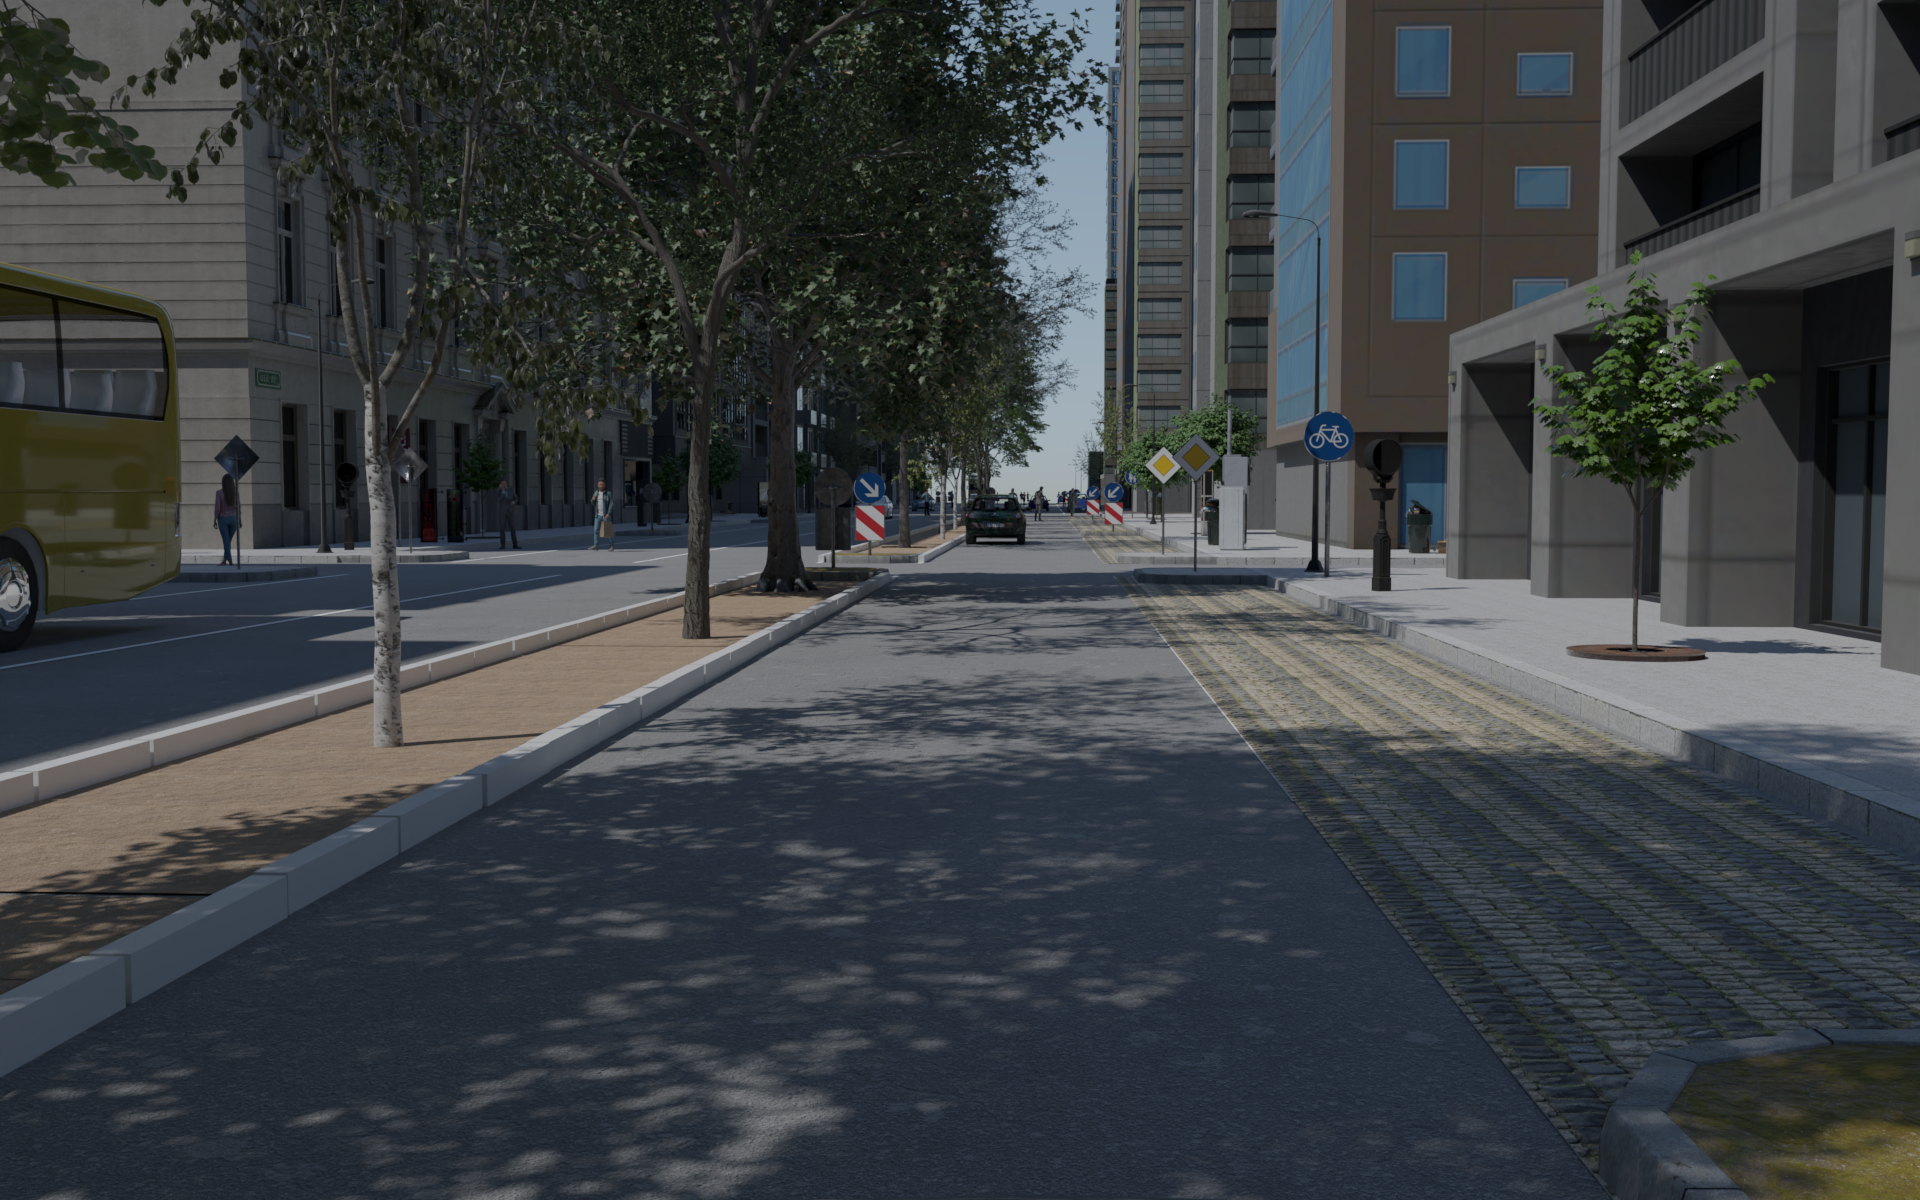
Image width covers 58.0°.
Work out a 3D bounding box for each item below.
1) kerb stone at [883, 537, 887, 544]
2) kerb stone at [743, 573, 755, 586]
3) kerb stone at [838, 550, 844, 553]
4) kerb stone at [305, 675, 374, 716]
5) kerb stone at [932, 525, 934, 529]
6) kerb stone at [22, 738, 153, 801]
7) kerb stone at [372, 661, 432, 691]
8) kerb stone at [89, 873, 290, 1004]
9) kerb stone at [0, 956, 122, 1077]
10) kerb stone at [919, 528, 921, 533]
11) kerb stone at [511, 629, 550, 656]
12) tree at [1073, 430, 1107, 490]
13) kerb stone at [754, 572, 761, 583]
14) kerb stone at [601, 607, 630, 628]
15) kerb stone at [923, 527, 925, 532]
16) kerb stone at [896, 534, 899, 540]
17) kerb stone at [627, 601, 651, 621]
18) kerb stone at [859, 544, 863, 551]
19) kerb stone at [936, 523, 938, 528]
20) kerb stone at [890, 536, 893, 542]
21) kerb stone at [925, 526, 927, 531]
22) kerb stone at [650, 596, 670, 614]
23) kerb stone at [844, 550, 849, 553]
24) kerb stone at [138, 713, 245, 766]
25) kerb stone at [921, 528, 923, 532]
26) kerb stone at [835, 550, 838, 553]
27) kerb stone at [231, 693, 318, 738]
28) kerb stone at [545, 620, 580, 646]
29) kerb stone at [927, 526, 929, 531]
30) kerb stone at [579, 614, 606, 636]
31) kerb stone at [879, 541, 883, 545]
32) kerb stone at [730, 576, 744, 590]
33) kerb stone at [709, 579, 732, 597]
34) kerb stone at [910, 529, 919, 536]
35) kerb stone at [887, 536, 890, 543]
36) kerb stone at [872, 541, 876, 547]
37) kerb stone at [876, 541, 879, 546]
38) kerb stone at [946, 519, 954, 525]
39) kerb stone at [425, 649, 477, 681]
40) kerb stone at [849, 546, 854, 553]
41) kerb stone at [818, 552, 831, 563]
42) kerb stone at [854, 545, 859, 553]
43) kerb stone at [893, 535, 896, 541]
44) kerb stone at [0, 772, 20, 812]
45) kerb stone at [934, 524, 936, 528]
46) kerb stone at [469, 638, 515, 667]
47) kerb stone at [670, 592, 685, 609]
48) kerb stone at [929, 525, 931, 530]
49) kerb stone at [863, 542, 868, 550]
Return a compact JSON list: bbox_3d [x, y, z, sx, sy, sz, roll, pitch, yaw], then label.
[{"bbox_3d":[-2.256,-1.641,49.032,0.120,0.150,1.000,0,4,3],"label":"kerb stone"},{"bbox_3d":[-3.371,-0.293,26.984,0.120,0.150,1.000,0,4,3],"label":"kerb stone"},{"bbox_3d":[-2.773,-1.011,38.780,0.120,0.150,1.000,0,4,3],"label":"kerb stone"},{"bbox_3d":[-4.151,0.648,11.599,0.120,0.150,1.000,0,4,3],"label":"kerb stone"},{"bbox_3d":[-1.222,-2.884,69.476,0.120,0.150,1.000,0,4,3],"label":"kerb stone"},{"bbox_3d":[-4.304,0.836,8.526,0.120,0.150,1.000,0,4,3],"label":"kerb stone"},{"bbox_3d":[-4.107,0.586,12.622,0.120,0.150,1.000,0,4,3],"label":"kerb stone"},{"bbox_3d":[-2.362,1.038,5.367,0.120,0.150,1.000,0,4,3],"label":"kerb stone"},{"bbox_3d":[-2.412,1.098,4.332,0.120,0.150,1.000,0,4,3],"label":"kerb stone"},{"bbox_3d":[-1.587,-2.454,62.325,0.120,0.150,1.000,0,4,3],"label":"kerb stone"},{"bbox_3d":[-3.941,0.397,15.702,0.120,0.150,1.000,0,4,3],"label":"kerb stone"},{"bbox_3d":[15.204,-15.201,198.894,4.360,8.622,3.978,0,3,0],"label":"tree"},{"bbox_3d":[-3.333,-0.355,28.007,0.120,0.150,1.000,0,4,3],"label":"kerb stone"},{"bbox_3d":[-3.788,0.209,18.783,0.120,0.150,1.000,0,4,3],"label":"kerb stone"},{"bbox_3d":[-1.482,-2.579,64.372,0.120,0.150,1.000,0,4,3],"label":"kerb stone"},{"bbox_3d":[-2.048,-1.888,53.132,0.120,0.150,1.000,0,4,3],"label":"kerb stone"},{"bbox_3d":[-3.734,0.146,19.810,0.120,0.150,1.000,0,4,3],"label":"kerb stone"},{"bbox_3d":[-2.573,-1.265,42.876,0.120,0.150,1.000,0,4,3],"label":"kerb stone"},{"bbox_3d":[-1.121,-3.015,71.518,0.120,0.150,1.000,0,4,3],"label":"kerb stone"},{"bbox_3d":[-2.165,-1.767,51.089,0.120,0.150,1.000,0,4,3],"label":"kerb stone"},{"bbox_3d":[-1.426,-2.639,65.393,0.120,0.150,1.000,0,4,3],"label":"kerb stone"},{"bbox_3d":[-3.688,0.085,20.836,0.120,0.150,1.000,0,4,3],"label":"kerb stone"},{"bbox_3d":[-2.722,-1.073,39.805,0.120,0.150,1.000,0,4,3],"label":"kerb stone"},{"bbox_3d":[-4.247,0.773,9.552,0.120,0.150,1.000,0,4,3],"label":"kerb stone"},{"bbox_3d":[-1.536,-2.517,63.351,0.120,0.150,1.000,0,4,3],"label":"kerb stone"},{"bbox_3d":[-2.832,-0.951,37.754,0.120,0.150,1.000,0,4,3],"label":"kerb stone"},{"bbox_3d":[-4.209,0.714,10.574,0.120,0.150,1.000,0,4,3],"label":"kerb stone"},{"bbox_3d":[-3.889,0.334,16.736,0.120,0.150,1.000,0,4,3],"label":"kerb stone"},{"bbox_3d":[-1.378,-2.705,66.414,0.120,0.150,1.000,0,4,3],"label":"kerb stone"},{"bbox_3d":[-3.839,0.274,17.758,0.120,0.150,1.000,0,4,3],"label":"kerb stone"},{"bbox_3d":[-2.317,-1.579,48.009,0.120,0.150,1.000,0,4,3],"label":"kerb stone"},{"bbox_3d":[-3.425,-0.230,25.961,0.120,0.150,1.000,0,4,3],"label":"kerb stone"},{"bbox_3d":[-3.476,-0.161,24.927,0.120,0.150,1.000,0,4,3],"label":"kerb stone"},{"bbox_3d":[-1.631,-2.388,61.304,0.120,0.150,1.000,0,4,3],"label":"kerb stone"},{"bbox_3d":[-2.201,-1.704,50.059,0.120,0.150,1.000,0,4,3],"label":"kerb stone"},{"bbox_3d":[-2.415,-1.451,45.951,0.120,0.150,1.000,0,4,3],"label":"kerb stone"},{"bbox_3d":[-2.368,-1.515,46.972,0.120,0.150,1.000,0,4,3],"label":"kerb stone"},{"bbox_3d":[-0.504,-3.764,83.786,0.120,0.150,1.000,0,4,3],"label":"kerb stone"},{"bbox_3d":[-4.051,0.523,13.646,0.120,0.150,1.000,0,4,3],"label":"kerb stone"},{"bbox_3d":[-2.678,-1.139,40.826,0.120,0.150,1.000,0,4,3],"label":"kerb stone"},{"bbox_3d":[-2.881,-0.889,36.734,0.120,0.150,1.000,0,4,3],"label":"kerb stone"},{"bbox_3d":[-2.626,-1.200,41.850,0.120,0.150,1.000,0,4,3],"label":"kerb stone"},{"bbox_3d":[-2.106,-1.830,52.112,0.120,0.150,1.000,0,4,3],"label":"kerb stone"},{"bbox_3d":[-4.361,0.899,7.499,0.120,0.150,1.000,0,4,3],"label":"kerb stone"},{"bbox_3d":[-1.177,-2.954,70.498,0.120,0.150,1.000,0,4,3],"label":"kerb stone"},{"bbox_3d":[-4.002,0.460,14.667,0.120,0.150,1.000,0,4,3],"label":"kerb stone"},{"bbox_3d":[-3.635,0.029,21.857,0.120,0.150,1.000,0,4,3],"label":"kerb stone"},{"bbox_3d":[-1.321,-2.767,67.434,0.120,0.150,1.000,0,4,3],"label":"kerb stone"},{"bbox_3d":[-2.511,-1.327,43.897,0.120,0.150,1.000,0,4,3],"label":"kerb stone"}]
